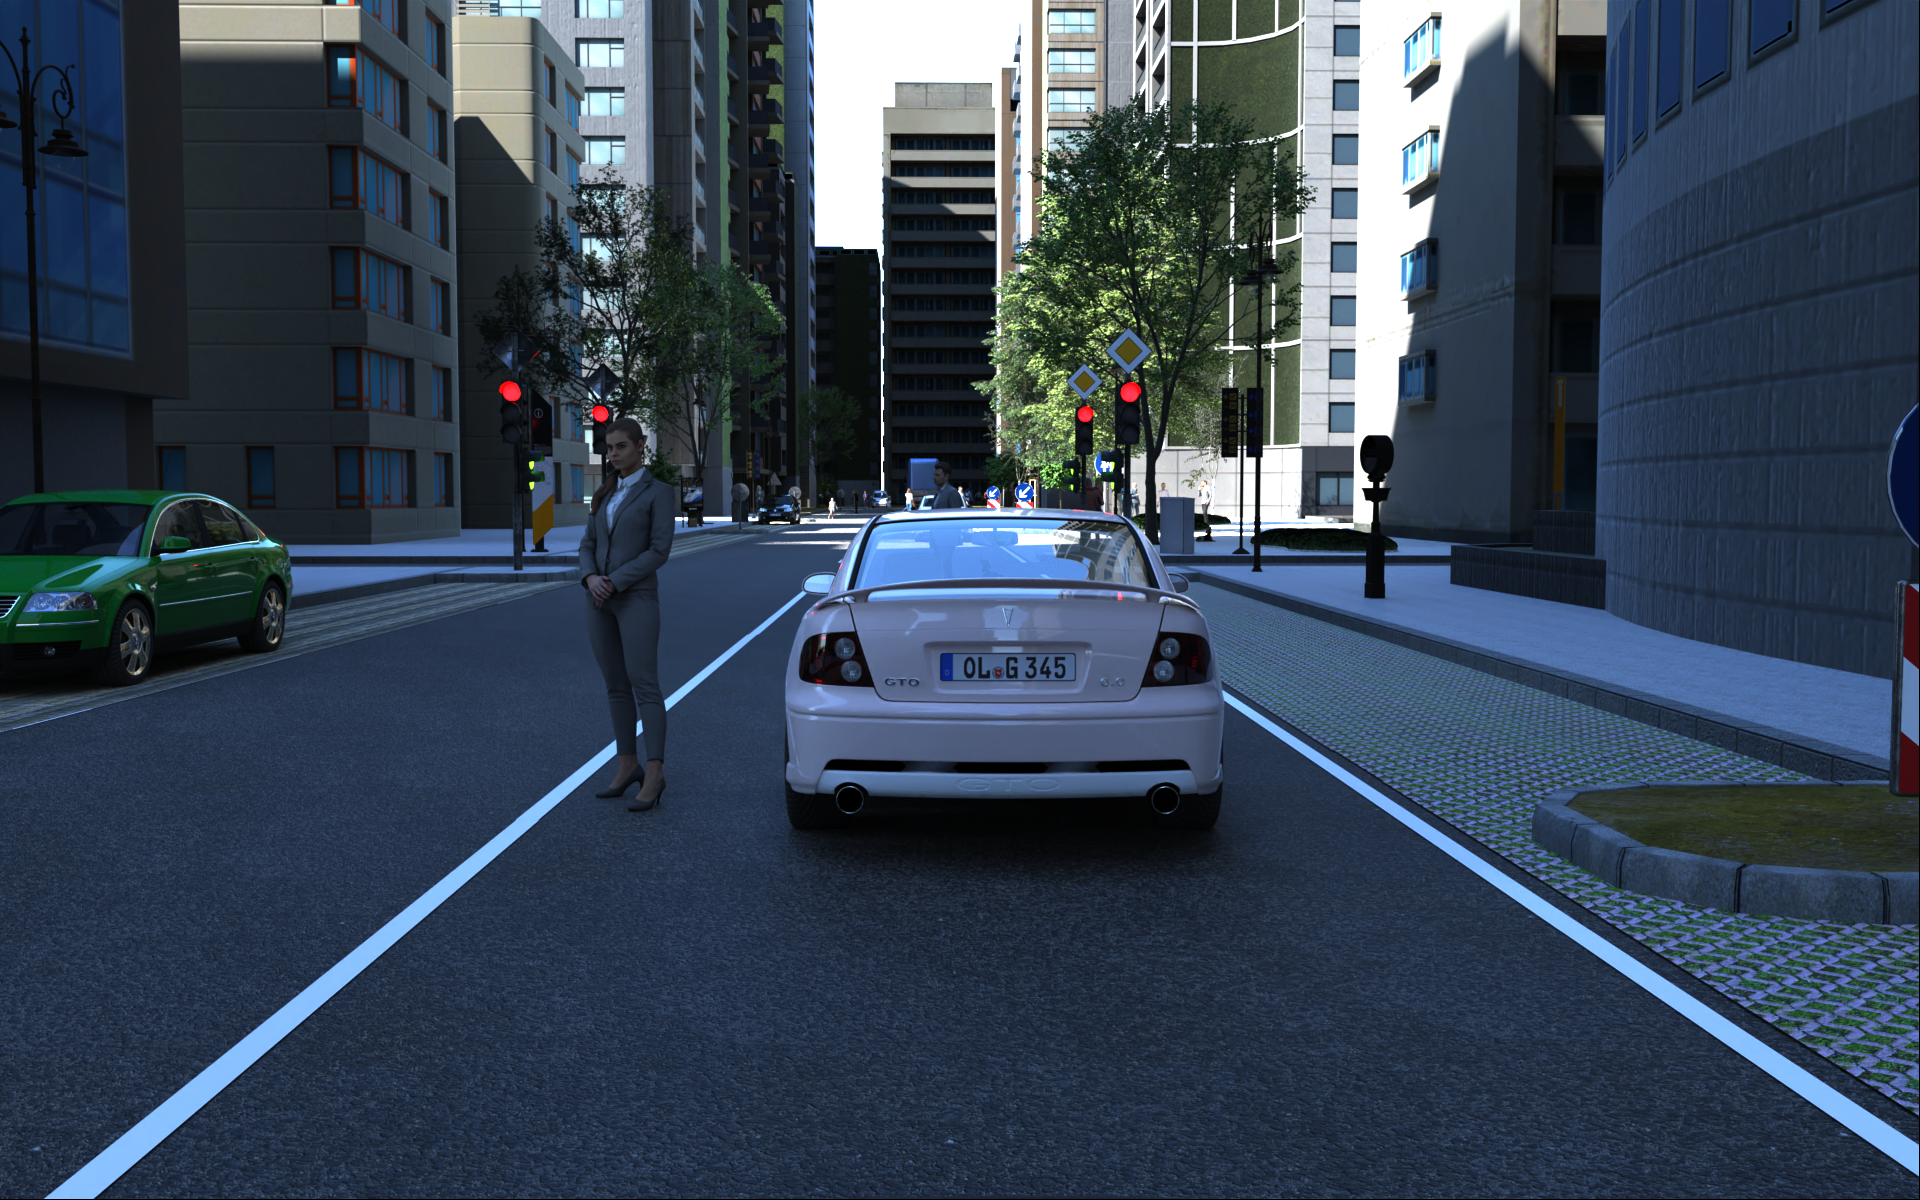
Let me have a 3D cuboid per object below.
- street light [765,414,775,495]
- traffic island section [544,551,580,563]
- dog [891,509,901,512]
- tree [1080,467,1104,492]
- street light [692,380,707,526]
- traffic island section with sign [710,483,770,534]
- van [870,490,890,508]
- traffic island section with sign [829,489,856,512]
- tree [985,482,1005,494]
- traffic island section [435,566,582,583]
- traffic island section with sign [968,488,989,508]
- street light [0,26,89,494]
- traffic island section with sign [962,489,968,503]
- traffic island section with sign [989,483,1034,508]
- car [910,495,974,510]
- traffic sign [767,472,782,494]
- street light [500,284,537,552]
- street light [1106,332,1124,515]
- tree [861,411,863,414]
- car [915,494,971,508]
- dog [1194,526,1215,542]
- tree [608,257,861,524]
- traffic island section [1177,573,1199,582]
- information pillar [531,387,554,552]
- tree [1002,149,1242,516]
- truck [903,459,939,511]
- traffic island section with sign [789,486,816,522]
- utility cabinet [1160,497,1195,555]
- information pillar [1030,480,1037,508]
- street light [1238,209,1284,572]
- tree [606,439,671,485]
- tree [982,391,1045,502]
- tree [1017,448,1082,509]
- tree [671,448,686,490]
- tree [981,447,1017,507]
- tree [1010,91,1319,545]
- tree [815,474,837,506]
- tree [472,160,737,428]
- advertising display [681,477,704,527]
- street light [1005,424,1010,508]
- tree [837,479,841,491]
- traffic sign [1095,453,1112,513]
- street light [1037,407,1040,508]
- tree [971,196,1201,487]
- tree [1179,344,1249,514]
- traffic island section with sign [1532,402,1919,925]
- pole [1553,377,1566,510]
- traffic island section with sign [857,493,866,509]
[{"bbox_3d":[-10.999,-7.794,100.221,0.468,5.910,1.993,0,4,-1],"label":"street light"},{"bbox_3d":[-7.648,-0.914,37.223,2.009,0.180,2.903,0,4,-1],"label":"traffic island section"},{"bbox_3d":[-3.900,-5.273,105.507,0.540,0.507,0.406,-2,4,-35],"label":"dog"},{"bbox_3d":[7.291,-6.383,98.968,1.663,3.219,1.824,0,3,0],"label":"tree"},{"bbox_3d":[-10.368,-5.885,69.008,0.468,5.910,1.993,0,4,-1],"label":"street light"},{"bbox_3d":[-7.849,-3.267,62.046,1.989,1.847,2.006,0,4,-1],"label":"traffic island section with sign"},{"bbox_3d":[-8.074,-10.293,175.305,2.013,2.044,4.112,0,4,-3],"label":"van"},{"bbox_3d":[-9.497,-7.973,138.988,1.989,1.847,2.006,0,4,-1],"label":"traffic island section with sign"},{"bbox_3d":[3.059,-9.051,142.589,1.663,3.219,1.824,0,3,0],"label":"tree"},{"bbox_3d":[-7.477,-0.426,29.240,2.009,0.180,2.903,0,4,-1],"label":"traffic island section"},{"bbox_3d":[1.582,-4.951,89.583,1.989,1.847,2.006,0,4,-1],"label":"traffic island section with sign"},{"bbox_3d":[-9.250,-2.723,17.302,0.468,5.910,1.993,0,4,-1],"label":"street light"},{"bbox_3d":[-0.073,-9.646,166.340,1.989,1.847,2.006,0,4,-1],"label":"traffic island section with sign"},{"bbox_3d":[2.165,-3.275,62.167,1.989,1.847,2.006,0,4,-1],"label":"traffic island section with sign"},{"bbox_3d":[-0.521,-2.513,53.085,2.014,1.417,4.499,0,4,-1],"label":"car"},{"bbox_3d":[-10.983,-6.270,102.513,0.884,2.594,0.081,0,3,0],"label":"traffic sign"},{"bbox_3d":[-9.741,-4.011,38.368,0.468,5.910,1.993,0,4,-1],"label":"street light"},{"bbox_3d":[4.470,-4.697,49.589,0.468,5.910,1.993,0,4,-1],"label":"street light"},{"bbox_3d":[-13.102,-14.370,160.698,9.928,11.665,9.643,0,3,0],"label":"tree"},{"bbox_3d":[-0.577,-3.160,61.449,2.009,1.686,4.222,0,4,-2],"label":"car"},{"bbox_3d":[6.527,-1.766,46.604,0.748,0.427,0.550,1,4,8],"label":"dog"},{"bbox_3d":[-11.120,-9.068,74.012,9.928,11.665,9.643,0,3,0],"label":"tree"},{"bbox_3d":[2.862,-0.439,29.455,2.009,0.180,2.903,0,4,-1],"label":"traffic island section"},{"bbox_3d":[-9.235,-2.868,38.245,0.504,3.616,0.183,-3,5,-42],"label":"information pillar"},{"bbox_3d":[5.282,-8.461,56.463,7.486,12.596,7.792,0,3,0],"label":"tree"},{"bbox_3d":[-2.460,-8.288,125.275,2.967,4.110,18.799,0,4,-3],"label":"truck"},{"bbox_3d":[-8.433,-4.915,88.995,1.989,1.847,2.006,0,4,-1],"label":"traffic island section with sign"},{"bbox_3d":[4.664,-1.592,37.183,0.306,1.237,1.020,-1,4,-23],"label":"utility cabinet"},{"bbox_3d":[3.739,-5.114,88.109,0.304,2.012,0.304,1,4,22],"label":"information pillar"},{"bbox_3d":[4.912,-3.406,28.468,0.468,5.910,1.993,0,4,-1],"label":"street light"},{"bbox_3d":[-10.759,-3.775,56.316,1.663,3.219,1.824,0,3,0],"label":"tree"},{"bbox_3d":[3.421,-9.159,100.115,4.360,8.622,3.978,0,3,0],"label":"tree"},{"bbox_3d":[6.374,-7.718,109.901,4.285,4.588,4.351,0,3,0],"label":"tree"},{"bbox_3d":[-10.578,-4.075,61.222,1.663,3.219,1.824,0,3,0],"label":"tree"},{"bbox_3d":[3.107,-8.064,115.566,4.285,4.588,4.351,0,3,0],"label":"tree"},{"bbox_3d":[4.980,-7.219,43.780,9.928,11.665,9.643,0,3,0],"label":"tree"},{"bbox_3d":[-13.376,-10.589,167.734,1.663,3.219,1.824,0,3,0],"label":"tree"},{"bbox_3d":[-10.111,-7.032,49.382,8.767,10.594,7.601,1,4,8],"label":"tree"},{"bbox_3d":[-10.340,-3.772,66.883,0.974,1.923,0.123,-3,5,-43],"label":"advertising display"},{"bbox_3d":[3.160,-8.508,111.890,0.468,5.910,1.993,0,4,-1],"label":"street light"},{"bbox_3d":[-13.767,-11.920,189.489,1.663,3.219,1.824,0,3,0],"label":"tree"},{"bbox_3d":[4.330,-3.104,50.855,0.768,2.556,0.104,0,4,2],"label":"traffic sign"},{"bbox_3d":[3.659,-6.592,80.563,0.468,5.910,1.993,0,4,-1],"label":"street light"},{"bbox_3d":[5.082,-9.991,70.016,9.857,13.997,8.962,0,3,0],"label":"tree"},{"bbox_3d":[12.492,-8.255,85.325,4.360,8.622,3.978,0,3,0],"label":"tree"},{"bbox_3d":[3.357,0.120,6.673,1.989,1.847,2.006,0,4,-1],"label":"traffic island section with sign"},{"bbox_3d":[10.452,-2.225,30.229,0.158,3.312,0.155,0,3,0],"label":"pole"},{"bbox_3d":[-10.081,-9.666,166.664,1.989,1.847,2.006,0,4,-1],"label":"traffic island section with sign"}]
